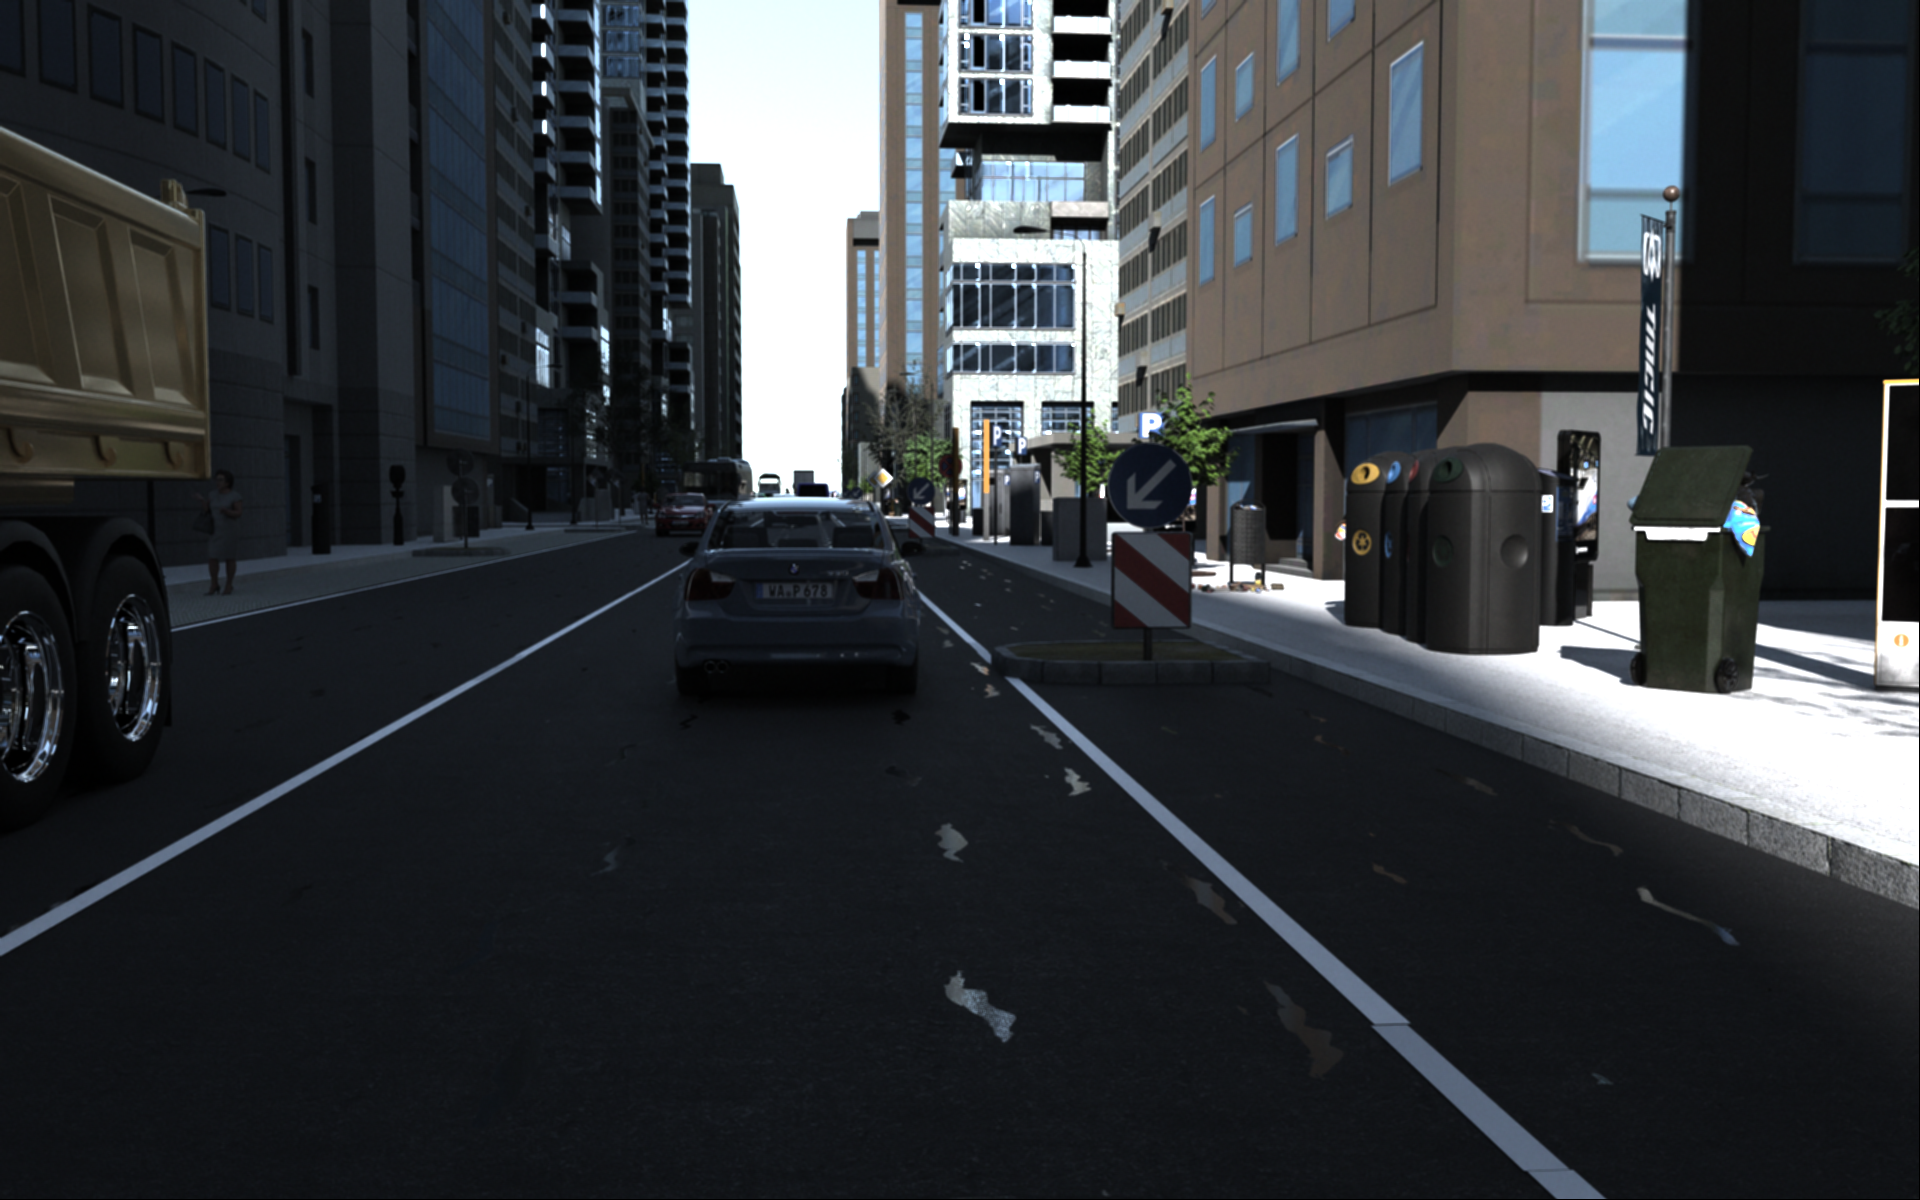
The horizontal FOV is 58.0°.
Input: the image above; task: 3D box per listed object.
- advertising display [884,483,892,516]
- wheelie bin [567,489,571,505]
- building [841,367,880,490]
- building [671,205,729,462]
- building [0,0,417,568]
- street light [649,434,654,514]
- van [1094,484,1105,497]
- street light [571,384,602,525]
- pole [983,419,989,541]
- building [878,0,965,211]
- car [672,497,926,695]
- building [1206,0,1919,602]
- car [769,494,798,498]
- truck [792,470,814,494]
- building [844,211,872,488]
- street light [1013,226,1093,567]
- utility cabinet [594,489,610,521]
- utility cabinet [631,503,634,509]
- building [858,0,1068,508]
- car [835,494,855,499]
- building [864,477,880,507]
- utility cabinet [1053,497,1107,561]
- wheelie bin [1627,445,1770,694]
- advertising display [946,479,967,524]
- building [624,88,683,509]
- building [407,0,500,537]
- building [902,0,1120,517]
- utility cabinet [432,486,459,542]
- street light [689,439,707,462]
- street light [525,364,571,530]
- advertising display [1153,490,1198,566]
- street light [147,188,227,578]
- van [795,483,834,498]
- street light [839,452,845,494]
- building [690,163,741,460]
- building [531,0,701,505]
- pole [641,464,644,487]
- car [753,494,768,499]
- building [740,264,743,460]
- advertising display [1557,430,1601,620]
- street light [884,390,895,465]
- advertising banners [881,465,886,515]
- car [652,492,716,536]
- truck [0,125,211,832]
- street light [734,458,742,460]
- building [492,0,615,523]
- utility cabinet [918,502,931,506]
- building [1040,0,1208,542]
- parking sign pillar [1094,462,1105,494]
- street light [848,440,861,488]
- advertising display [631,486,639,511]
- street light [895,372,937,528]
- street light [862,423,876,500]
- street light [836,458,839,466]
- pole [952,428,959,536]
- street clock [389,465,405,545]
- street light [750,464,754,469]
[{"bbox_3d":[-4.277,-5.907,101.786,0.123,1.923,0.974,-2,4,-29],"label":"advertising display"},{"bbox_3d":[-22.601,-5.731,101.613,0.980,1.594,0.693,-2,4,-27],"label":"wheelie bin"},{"bbox_3d":[-6.171,-27.543,295.362,27.650,21.520,28.899,0,4,-5],"label":"building"},{"bbox_3d":[-39.176,-33.908,237.989,14.154,41.232,14.086,0,4,-5],"label":"building"},{"bbox_3d":[-24.264,-29.927,31.310,21.231,58.520,28.212,0,4,-5],"label":"building"},{"bbox_3d":[-18.998,-8.374,109.450,1.470,5.913,1.316,0,4,-5],"label":"street light"},{"bbox_3d":[7.593,-3.976,72.011,4.112,2.044,2.013,0,4,-5],"label":"van"},{"bbox_3d":[-15.770,-6.143,72.979,1.470,5.913,1.316,0,4,-5],"label":"street light"},{"bbox_3d":[0.718,-3.274,47.368,0.158,3.312,0.155,0,3,0],"label":"pole"},{"bbox_3d":[0.532,-30.102,142.277,14.600,45.320,14.200,0,4,-5],"label":"building"},{"bbox_3d":[-1.252,-0.104,13.707,2.014,1.417,4.499,0,4,-4],"label":"car"},{"bbox_3d":[11.917,-23.012,26.350,14.600,45.320,14.200,0,4,-5],"label":"building"},{"bbox_3d":[-7.665,-4.034,75.747,2.009,1.686,4.222,0,4,-4],"label":"car"},{"bbox_3d":[-18.782,-13.423,208.372,2.839,4.237,11.283,0,4,-5],"label":"truck"},{"bbox_3d":[-10.936,-38.075,272.632,14.600,45.320,14.200,0,4,-5],"label":"building"},{"bbox_3d":[1.623,-3.527,30.216,1.470,5.913,1.316,0,4,-5],"label":"street light"},{"bbox_3d":[-16.805,-4.448,81.411,0.318,1.500,1.173,1,4,10],"label":"utility cabinet"},{"bbox_3d":[-27.142,-8.228,145.682,1.020,1.237,0.306,1,4,12],"label":"utility cabinet"},{"bbox_3d":[-0.748,-54.743,207.713,22.319,86.520,31.000,0,4,-5],"label":"building"},{"bbox_3d":[-9.070,-7.765,135.746,1.959,1.807,4.718,0,4,-6],"label":"car"},{"bbox_3d":[6.103,-29.987,182.172,32.217,40.220,23.993,0,4,-5],"label":"building"},{"bbox_3d":[2.310,-1.360,33.398,1.020,1.237,0.306,-1,4,-16],"label":"utility cabinet"},{"bbox_3d":[4.859,-0.215,11.430,0.693,1.594,0.980,-3,4,-38],"label":"wheelie bin"},{"bbox_3d":[-0.157,-4.302,75.547,0.974,1.923,0.123,2,4,27],"label":"advertising display"},{"bbox_3d":[-41.198,-28.506,157.947,32.217,40.220,23.993,0,4,-5],"label":"building"},{"bbox_3d":[-23.199,-24.717,54.239,14.200,45.320,14.600,0,4,-5],"label":"building"},{"bbox_3d":[7.391,-48.825,110.956,22.319,86.520,31.000,0,4,-5],"label":"building"},{"bbox_3d":[-13.764,-2.302,46.319,0.318,1.500,1.173,0,4,3],"label":"utility cabinet"},{"bbox_3d":[-22.494,-10.807,149.241,1.470,5.913,1.316,0,4,-5],"label":"street light"},{"bbox_3d":[-14.872,-5.467,61.922,1.470,5.913,1.316,0,4,-5],"label":"street light"},{"bbox_3d":[3.790,-1.571,30.894,0.974,1.923,0.123,-1,4,-22],"label":"advertising display"},{"bbox_3d":[-11.817,-3.292,26.366,1.470,5.913,1.316,0,4,-5],"label":"street light"},{"bbox_3d":[-8.216,-5.681,97.275,2.240,2.365,5.245,0,4,-4],"label":"van"},{"bbox_3d":[-12.156,-13.245,189.097,1.470,5.913,1.316,0,4,-5],"label":"street light"},{"bbox_3d":[-43.531,-38.654,255.694,21.300,48.544,21.600,0,4,-5],"label":"building"},{"bbox_3d":[-38.871,-53.324,184.523,22.319,86.520,31.000,0,4,-5],"label":"building"},{"bbox_3d":[-21.612,-7.599,118.090,0.158,3.312,0.155,0,3,0],"label":"pole"},{"bbox_3d":[-20.125,-10.042,172.990,1.959,1.807,4.718,0,4,-6],"label":"car"},{"bbox_3d":[-44.813,-37.590,298.197,14.154,41.232,14.086,0,4,-5],"label":"building"},{"bbox_3d":[6.337,-0.768,17.770,0.123,1.923,0.974,3,4,38],"label":"advertising display"},{"bbox_3d":[-2.523,-6.421,77.517,1.470,5.913,1.316,0,4,-5],"label":"street light"},{"bbox_3d":[-4.636,-6.665,105.167,0.090,3.025,2.074,0,4,4],"label":"advertising banners"},{"bbox_3d":[-9.554,-3.128,60.183,2.155,1.783,4.494,0,4,-5],"label":"car"},{"bbox_3d":[-4.981,-0.548,4.890,3.469,3.379,9.791,0,4,-6],"label":"truck"},{"bbox_3d":[-29.756,-15.876,232.116,1.470,5.913,1.316,0,4,-5],"label":"street light"},{"bbox_3d":[-33.904,-23.930,83.137,32.217,40.220,23.993,0,4,-5],"label":"building"},{"bbox_3d":[-1.937,-5.242,94.387,0.318,1.500,1.173,-1,4,-23],"label":"utility cabinet"},{"bbox_3d":[18.194,-22.160,54.198,32.217,40.220,23.993,0,4,-5],"label":"building"},{"bbox_3d":[6.274,-5.285,74.879,1.447,3.967,1.447,-2,4,-25],"label":"parking sign pillar"},{"bbox_3d":[-9.151,-11.070,153.537,1.470,5.913,1.316,0,4,-5],"label":"street light"},{"bbox_3d":[-24.461,-7.710,131.279,0.974,1.923,0.123,1,4,18],"label":"advertising display"},{"bbox_3d":[-1.606,-5.724,66.123,1.470,5.913,1.316,0,4,-5],"label":"street light"},{"bbox_3d":[-5.504,-8.609,113.297,1.470,5.913,1.316,0,4,-5],"label":"street light"},{"bbox_3d":[-16.209,-16.119,236.090,1.470,5.913,1.316,0,4,-5],"label":"street light"},{"bbox_3d":[-0.138,-3.627,53.143,0.158,3.312,0.155,0,3,0],"label":"pole"},{"bbox_3d":[-14.085,-2.375,43.396,0.358,2.002,0.471,-3,5,-40],"label":"street clock"},{"bbox_3d":[-32.749,-18.062,267.853,1.470,5.913,1.316,0,4,-5],"label":"street light"}]
